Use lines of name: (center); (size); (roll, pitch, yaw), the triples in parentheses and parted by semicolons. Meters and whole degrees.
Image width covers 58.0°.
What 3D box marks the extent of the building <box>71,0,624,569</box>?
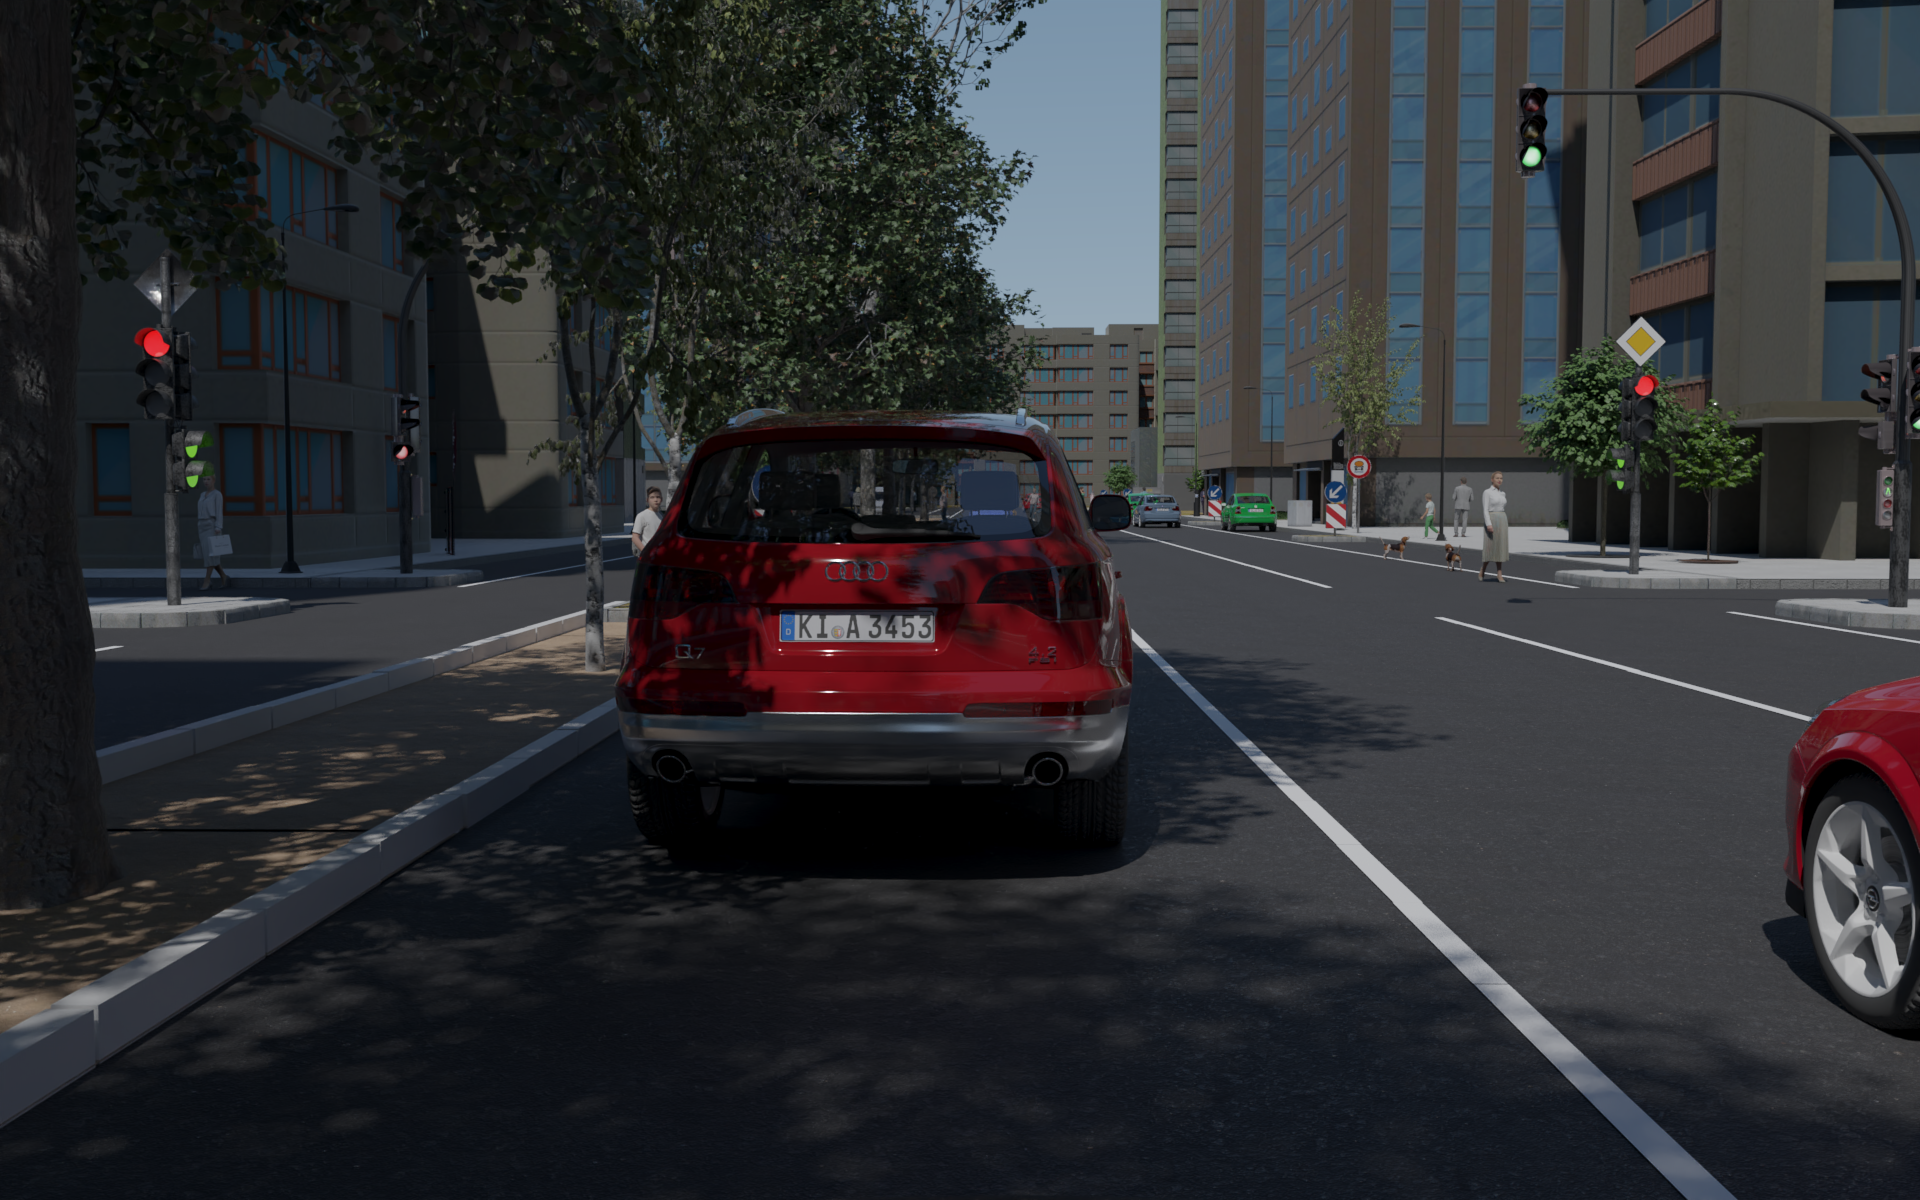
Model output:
building: (-25.406, -12.150, 43.697); (27.650, 21.520, 28.899); (0, 4, 1)

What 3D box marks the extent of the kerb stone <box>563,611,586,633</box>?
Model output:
kerb stone: (-4.102, 0.246, 18.174); (0.120, 0.150, 1.000); (0, 4, 1)

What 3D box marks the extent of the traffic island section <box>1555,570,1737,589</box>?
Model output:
traffic island section: (10.783, -0.329, 27.654); (2.009, 0.180, 2.903); (0, 4, 1)

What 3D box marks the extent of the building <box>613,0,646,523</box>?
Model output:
building: (-21.948, -18.493, 74.055); (14.160, 30.474, 14.107); (0, 4, 1)

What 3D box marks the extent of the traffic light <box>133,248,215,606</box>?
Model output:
traffic light: (-9.045, -1.892, 19.856); (0.839, 4.253, 0.868); (0, 4, 1)

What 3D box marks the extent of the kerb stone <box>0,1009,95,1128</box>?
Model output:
kerb stone: (-2.228, 1.126, 3.826); (0.120, 0.150, 1.000); (0, 4, 1)

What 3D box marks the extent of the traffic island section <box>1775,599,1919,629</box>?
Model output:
traffic island section: (10.654, 0.160, 19.670); (2.009, 0.180, 2.903); (0, 4, 1)

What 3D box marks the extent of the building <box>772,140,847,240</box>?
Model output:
building: (-21.698, -33.161, 165.880); (21.600, 48.544, 21.300); (0, 4, 1)

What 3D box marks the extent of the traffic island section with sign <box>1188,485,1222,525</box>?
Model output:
traffic island section with sign: (11.645, -4.400, 80.567); (1.989, 1.847, 2.006); (0, 4, 1)

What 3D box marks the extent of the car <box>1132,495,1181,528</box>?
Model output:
car: (8.473, -3.828, 74.591); (2.014, 1.417, 4.499); (0, 4, 0)

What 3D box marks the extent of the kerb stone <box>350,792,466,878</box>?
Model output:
kerb stone: (-2.190, 0.936, 6.894); (0.120, 0.150, 1.000); (0, 4, 1)

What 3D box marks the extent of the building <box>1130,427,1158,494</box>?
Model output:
building: (28.354, -51.781, 159.297); (22.319, 86.520, 31.000); (0, 4, 1)

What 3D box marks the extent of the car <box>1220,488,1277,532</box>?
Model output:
car: (11.145, -3.560, 67.000); (1.959, 1.807, 4.718); (0, 4, 2)

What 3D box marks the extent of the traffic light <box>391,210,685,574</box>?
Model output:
traffic light: (-6.823, -3.252, 27.841); (4.771, 5.953, 1.251); (0, 4, 1)

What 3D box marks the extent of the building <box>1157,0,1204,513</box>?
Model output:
building: (22.753, -27.809, 138.265); (14.154, 41.232, 14.086); (0, 4, 1)

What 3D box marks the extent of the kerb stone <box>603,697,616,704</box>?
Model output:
kerb stone: (-2.118, 0.685, 10.991); (0.120, 0.150, 1.000); (0, 4, 1)

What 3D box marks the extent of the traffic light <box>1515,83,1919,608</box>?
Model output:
traffic light: (8.521, -2.739, 19.449); (4.771, 5.953, 1.251); (0, 4, 1)

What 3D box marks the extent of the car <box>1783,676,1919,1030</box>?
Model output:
car: (3.323, 0.346, 3.376); (2.155, 1.783, 4.494); (0, 4, 0)

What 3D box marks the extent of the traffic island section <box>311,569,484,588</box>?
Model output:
traffic island section: (-8.956, -0.348, 27.975); (2.009, 0.180, 2.903); (0, 4, 1)

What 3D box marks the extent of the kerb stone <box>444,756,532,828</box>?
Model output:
kerb stone: (-2.162, 0.875, 7.916); (0.120, 0.150, 1.000); (0, 4, 1)

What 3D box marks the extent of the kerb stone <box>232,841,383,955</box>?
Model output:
kerb stone: (-2.200, 1.001, 5.871); (0.120, 0.150, 1.000); (0, 4, 1)

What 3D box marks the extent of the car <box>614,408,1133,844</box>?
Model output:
car: (-0.252, 0.001, 8.664); (2.281, 1.827, 5.304); (0, 4, 3)

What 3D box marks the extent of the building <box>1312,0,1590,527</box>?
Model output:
building: (21.955, -25.847, 72.710); (14.600, 45.320, 14.200); (0, 4, 1)

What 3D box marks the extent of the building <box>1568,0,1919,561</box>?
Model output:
building: (29.641, -23.655, 41.381); (28.867, 44.769, 22.147); (0, 4, 1)

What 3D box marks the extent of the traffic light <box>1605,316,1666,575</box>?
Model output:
traffic light: (10.743, -2.362, 27.541); (0.839, 4.253, 0.868); (0, 4, 1)

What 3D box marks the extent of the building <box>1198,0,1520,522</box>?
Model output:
building: (20.974, -27.203, 94.887); (14.600, 45.320, 14.200); (0, 4, 1)

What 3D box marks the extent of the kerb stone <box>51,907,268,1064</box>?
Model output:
kerb stone: (-2.214, 1.061, 4.849); (0.120, 0.150, 1.000); (0, 4, 1)

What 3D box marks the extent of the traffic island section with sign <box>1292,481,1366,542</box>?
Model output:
traffic island section with sign: (11.194, -2.702, 52.806); (1.989, 1.847, 2.006); (0, 4, 1)

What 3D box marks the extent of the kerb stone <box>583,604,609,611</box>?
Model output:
kerb stone: (-4.086, 0.183, 19.196); (0.120, 0.150, 1.000); (0, 4, 1)

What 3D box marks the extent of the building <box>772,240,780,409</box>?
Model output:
building: (-25.849, -17.605, 132.888); (27.650, 21.520, 28.899); (0, 4, 1)

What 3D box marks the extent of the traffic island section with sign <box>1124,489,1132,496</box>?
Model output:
traffic island section with sign: (12.435, -7.421, 129.960); (1.989, 1.847, 2.006); (0, 4, 1)

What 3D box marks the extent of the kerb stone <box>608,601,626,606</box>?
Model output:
kerb stone: (-4.064, 0.121, 20.222); (0.120, 0.150, 1.000); (0, 4, 1)

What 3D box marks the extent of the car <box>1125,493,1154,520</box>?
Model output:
car: (8.660, -4.577, 83.634); (1.959, 1.807, 4.718); (0, 4, -1)

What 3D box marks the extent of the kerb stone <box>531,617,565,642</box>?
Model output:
kerb stone: (-4.118, 0.309, 17.148); (0.120, 0.150, 1.000); (0, 4, 1)

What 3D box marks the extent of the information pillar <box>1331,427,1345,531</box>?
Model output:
information pillar: (13.262, -4.246, 60.774); (0.504, 3.616, 0.183); (-2, 4, -25)

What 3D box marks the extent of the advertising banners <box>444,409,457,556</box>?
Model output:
advertising banners: (-10.723, -2.463, 36.453); (0.090, 3.025, 2.074); (-1, 4, -22)

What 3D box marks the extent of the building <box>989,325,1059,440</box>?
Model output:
building: (-3.734, -21.883, 202.831); (28.899, 21.520, 27.650); (0, 4, 1)

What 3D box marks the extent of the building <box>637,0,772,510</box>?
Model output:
building: (-19.716, -28.110, 109.713); (14.600, 45.320, 14.200); (0, 4, 1)

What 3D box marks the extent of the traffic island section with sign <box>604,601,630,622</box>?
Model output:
traffic island section with sign: (-3.015, -0.733, 20.128); (2.006, 1.907, 1.989); (0, 4, 1)

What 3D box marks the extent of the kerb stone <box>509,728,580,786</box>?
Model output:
kerb stone: (-2.153, 0.814, 8.938); (0.120, 0.150, 1.000); (0, 4, 1)

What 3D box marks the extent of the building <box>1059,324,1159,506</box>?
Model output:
building: (25.150, -21.812, 201.660); (28.899, 21.520, 27.650); (0, 4, 1)

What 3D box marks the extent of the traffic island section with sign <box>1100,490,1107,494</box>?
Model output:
traffic island section with sign: (12.870, -9.069, 156.911); (1.989, 1.847, 2.006); (0, 4, 1)

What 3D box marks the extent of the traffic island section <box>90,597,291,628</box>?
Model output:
traffic island section: (-9.084, 0.140, 19.991); (2.009, 0.180, 2.903); (0, 4, 1)

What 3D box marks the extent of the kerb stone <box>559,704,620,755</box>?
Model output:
kerb stone: (-2.137, 0.748, 9.969); (0.120, 0.150, 1.000); (0, 4, 1)
